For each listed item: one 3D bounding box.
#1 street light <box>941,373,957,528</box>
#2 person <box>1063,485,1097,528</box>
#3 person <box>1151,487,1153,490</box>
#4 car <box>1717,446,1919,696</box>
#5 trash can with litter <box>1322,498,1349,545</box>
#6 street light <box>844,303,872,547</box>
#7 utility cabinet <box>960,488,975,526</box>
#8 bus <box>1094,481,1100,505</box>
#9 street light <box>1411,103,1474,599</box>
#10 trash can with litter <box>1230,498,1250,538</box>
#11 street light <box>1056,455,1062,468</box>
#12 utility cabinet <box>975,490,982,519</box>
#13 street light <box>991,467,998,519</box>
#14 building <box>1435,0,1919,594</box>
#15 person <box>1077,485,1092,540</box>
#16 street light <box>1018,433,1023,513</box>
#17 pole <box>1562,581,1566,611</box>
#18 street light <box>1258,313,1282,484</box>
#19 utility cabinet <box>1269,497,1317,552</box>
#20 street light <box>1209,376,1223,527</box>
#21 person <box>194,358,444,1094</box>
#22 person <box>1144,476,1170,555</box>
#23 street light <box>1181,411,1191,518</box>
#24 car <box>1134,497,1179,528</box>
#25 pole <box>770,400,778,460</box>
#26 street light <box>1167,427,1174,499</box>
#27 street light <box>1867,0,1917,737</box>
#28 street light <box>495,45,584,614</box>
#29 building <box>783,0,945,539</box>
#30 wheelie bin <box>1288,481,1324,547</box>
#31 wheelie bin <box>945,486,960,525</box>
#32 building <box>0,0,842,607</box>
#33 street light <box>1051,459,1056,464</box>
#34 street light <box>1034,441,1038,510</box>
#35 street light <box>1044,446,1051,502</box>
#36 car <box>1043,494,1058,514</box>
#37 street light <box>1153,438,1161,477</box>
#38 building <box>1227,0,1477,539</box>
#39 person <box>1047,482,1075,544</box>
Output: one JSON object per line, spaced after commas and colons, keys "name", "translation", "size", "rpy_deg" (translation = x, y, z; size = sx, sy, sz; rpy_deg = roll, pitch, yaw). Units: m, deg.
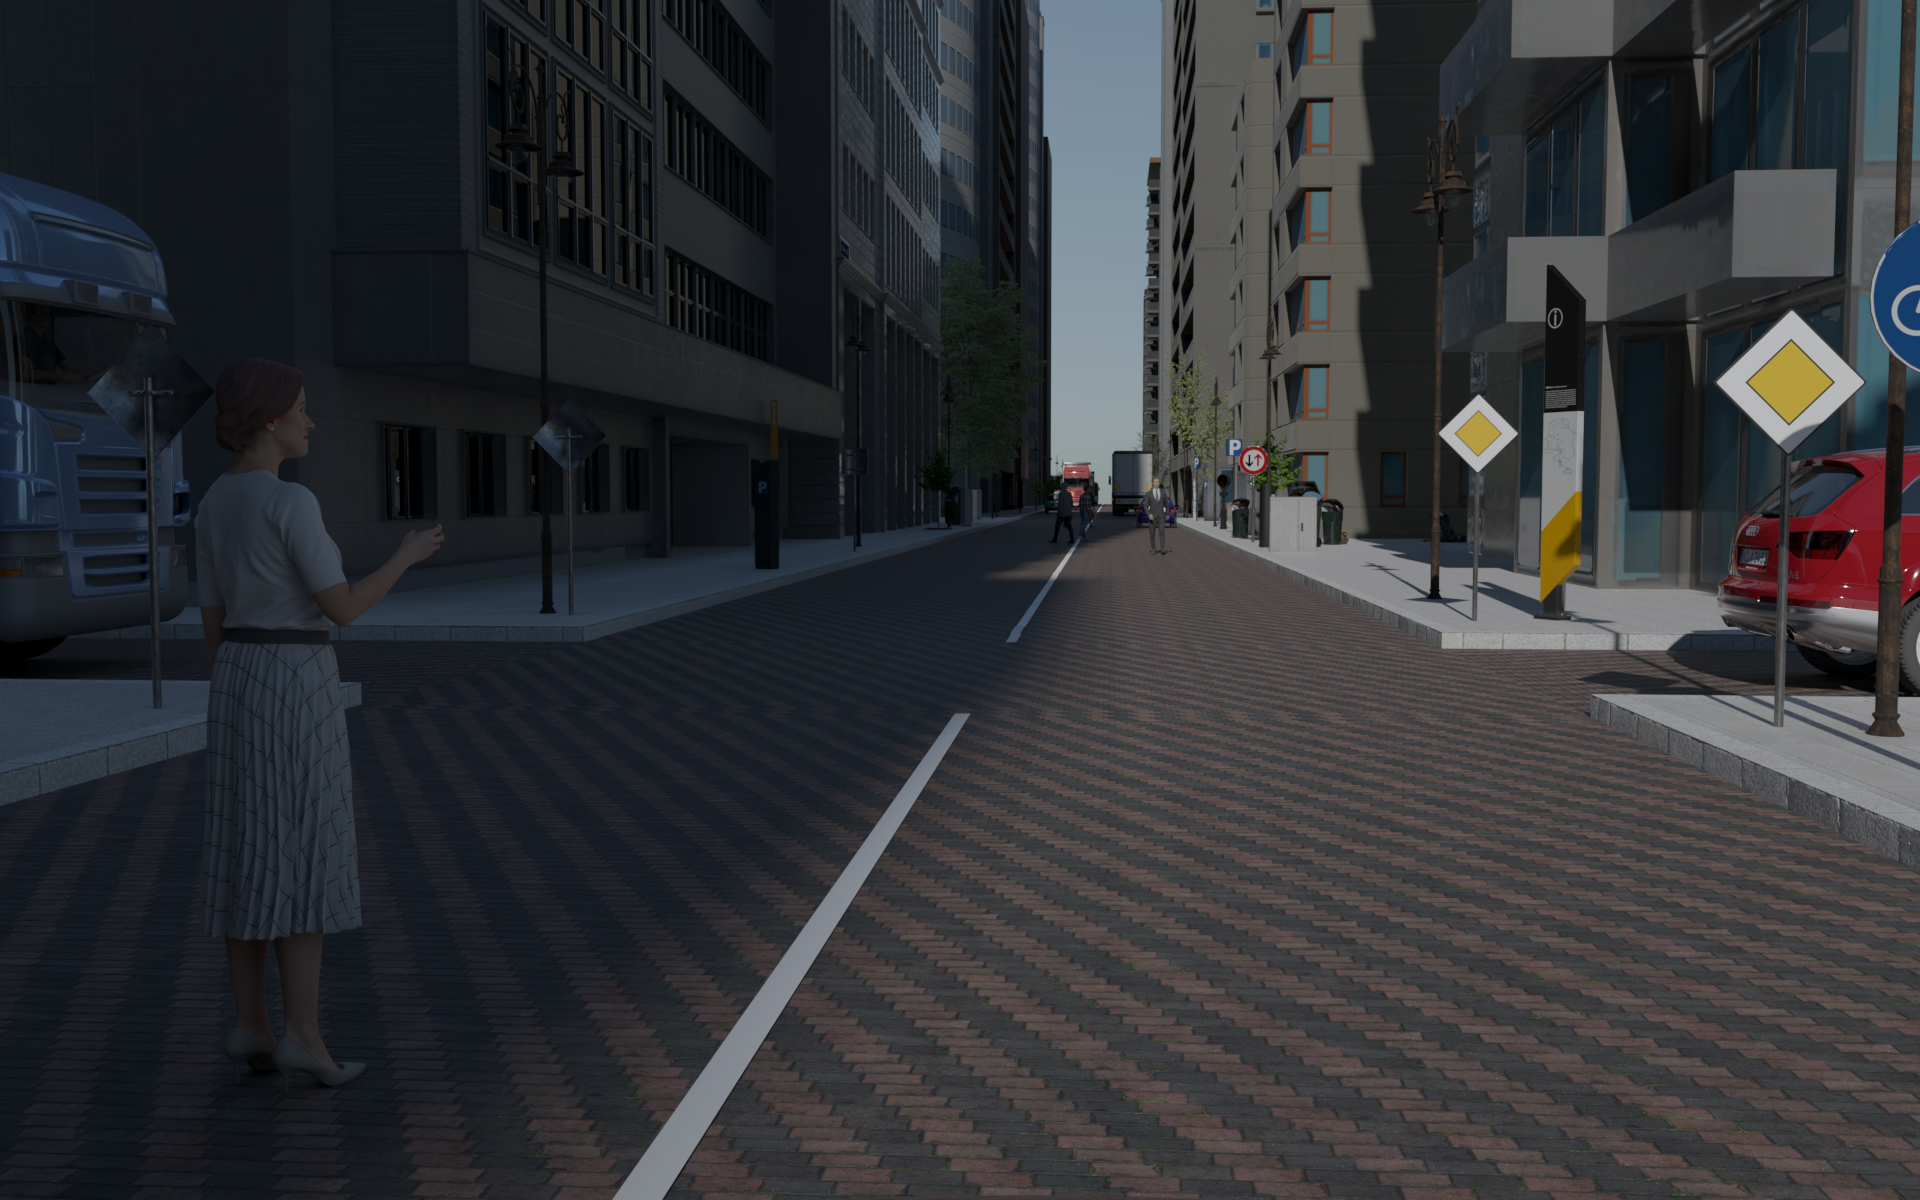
{"name": "street light", "translation": [-0.424, -5.708, 66.111], "size": [0.468, 5.910, 1.993], "rpy_deg": [0, 4, 5]}
{"name": "person", "translation": [5.117, -3.980, 73.790], "size": [1.509, 1.804, 0.699], "rpy_deg": [-1, 4, -8]}
{"name": "person", "translation": [9.964, -4.924, 89.341], "size": [0.374, 1.781, 0.599], "rpy_deg": [1, 4, 13]}
{"name": "car", "translation": [8.423, -0.243, 12.644], "size": [5.304, 1.827, 2.281], "rpy_deg": [0, 4, 5]}
{"name": "trash can with litter", "translation": [9.495, -1.997, 44.032], "size": [0.624, 1.170, 1.055], "rpy_deg": [2, 4, 30]}
{"name": "street light", "translation": [-2.468, -4.232, 41.973], "size": [0.468, 5.910, 1.993], "rpy_deg": [0, 4, 5]}
{"name": "utility cabinet", "translation": [0.256, -3.680, 68.852], "size": [0.318, 1.500, 1.173], "rpy_deg": [-1, 4, -8]}
{"name": "bus", "translation": [17.816, -14.915, 238.712], "size": [2.948, 3.499, 13.247], "rpy_deg": [0, 4, 5]}
{"name": "street light", "translation": [5.809, -2.950, 21.019], "size": [0.468, 5.910, 1.993], "rpy_deg": [0, 4, 5]}
{"name": "trash can with litter", "translation": [8.153, -2.415, 50.876], "size": [0.624, 1.170, 1.055], "rpy_deg": [0, 4, -1]}
{"name": "street light", "translation": [11.291, -13.996, 201.615], "size": [0.468, 5.910, 1.993], "rpy_deg": [0, 4, 5]}
{"name": "utility cabinet", "translation": [0.623, -4.798, 87.122], "size": [0.318, 1.500, 1.173], "rpy_deg": [-2, 4, -34]}
{"name": "street light", "translation": [2.003, -7.459, 94.745], "size": [0.468, 5.910, 1.993], "rpy_deg": [0, 4, 5]}
{"name": "building", "translation": [22.897, -24.816, 25.351], "size": [30.456, 49.044, 23.786], "rpy_deg": [0, 4, 5]}
{"name": "person", "translation": [3.853, -2.713, 53.689], "size": [0.643, 1.720, 0.563], "rpy_deg": [-2, 4, -24]}
{"name": "street light", "translation": [4.156, -8.935, 118.879], "size": [0.468, 5.910, 1.993], "rpy_deg": [0, 4, 5]}
{"name": "pole", "translation": [6.592, -1.539, 19.009], "size": [0.158, 3.312, 0.155], "rpy_deg": [0, 3, 0]}
{"name": "street light", "translation": [7.950, -4.387, 44.519], "size": [0.468, 5.910, 1.993], "rpy_deg": [0, 4, 5]}
{"name": "utility cabinet", "translation": [7.377, -1.665, 38.378], "size": [1.020, 1.237, 0.306], "rpy_deg": [0, 4, 8]}
{"name": "street light", "translation": [10.039, -5.825, 68.024], "size": [0.468, 5.910, 1.993], "rpy_deg": [0, 4, 5]}
{"name": "person", "translation": [-1.592, 0.295, 4.249], "size": [0.480, 1.755, 0.524], "rpy_deg": [2, 4, 30]}
{"name": "person", "translation": [4.668, -1.993, 40.856], "size": [0.659, 1.850, 0.755], "rpy_deg": [0, 4, -3]}
{"name": "street light", "translation": [12.481, -7.550, 96.237], "size": [0.468, 5.910, 1.993], "rpy_deg": [0, 4, 5]}
{"name": "car", "translation": [8.443, -3.788, 74.517], "size": [1.945, 1.354, 3.894], "rpy_deg": [0, 4, 6]}
{"name": "pole", "translation": [-4.033, -2.678, 37.633], "size": [0.158, 3.312, 0.155], "rpy_deg": [0, 3, 0]}
{"name": "street light", "translation": [14.545, -8.996, 119.866], "size": [0.468, 5.910, 1.993], "rpy_deg": [0, 4, 5]}
{"name": "street light", "translation": [4.928, -2.217, 9.043], "size": [0.468, 5.910, 1.993], "rpy_deg": [0, 4, 5]}
{"name": "street light", "translation": [-4.436, -2.793, 18.458], "size": [0.468, 5.910, 1.993], "rpy_deg": [0, 4, 5]}
{"name": "building", "translation": [-7.515, -17.495, 63.543], "size": [11.434, 29.767, 29.804], "rpy_deg": [0, 4, 5]}
{"name": "wheelie bin", "translation": [8.342, -2.075, 41.838], "size": [0.693, 1.594, 0.980], "rpy_deg": [-3, 5, -39]}
{"name": "wheelie bin", "translation": [-0.185, -3.881, 71.360], "size": [0.693, 1.594, 0.980], "rpy_deg": [-1, 4, -23]}
{"name": "building", "translation": [-11.613, -13.150, 34.065], "size": [14.314, 24.678, 30.058], "rpy_deg": [0, 4, 5]}
{"name": "street light", "translation": [9.294, -12.550, 177.976], "size": [0.468, 5.910, 1.993], "rpy_deg": [0, 4, 5]}
{"name": "street light", "translation": [6.267, -10.384, 142.560], "size": [0.468, 5.910, 1.993], "rpy_deg": [0, 4, 5]}
{"name": "street light", "translation": [8.203, -11.832, 166.242], "size": [0.468, 5.910, 1.993], "rpy_deg": [0, 4, 5]}
{"name": "car", "translation": [7.199, -7.326, 128.580], "size": [1.959, 1.807, 4.718], "rpy_deg": [0, 4, 5]}
{"name": "street light", "translation": [16.430, -10.434, 143.388], "size": [0.468, 5.910, 1.993], "rpy_deg": [0, 4, 5]}
{"name": "building", "translation": [24.667, -13.294, 62.391], "size": [27.650, 21.520, 28.899], "rpy_deg": [0, 4, 5]}
{"name": "person", "translation": [2.965, -2.537, 50.371], "size": [0.834, 1.777, 0.661], "rpy_deg": [2, 4, 34]}
